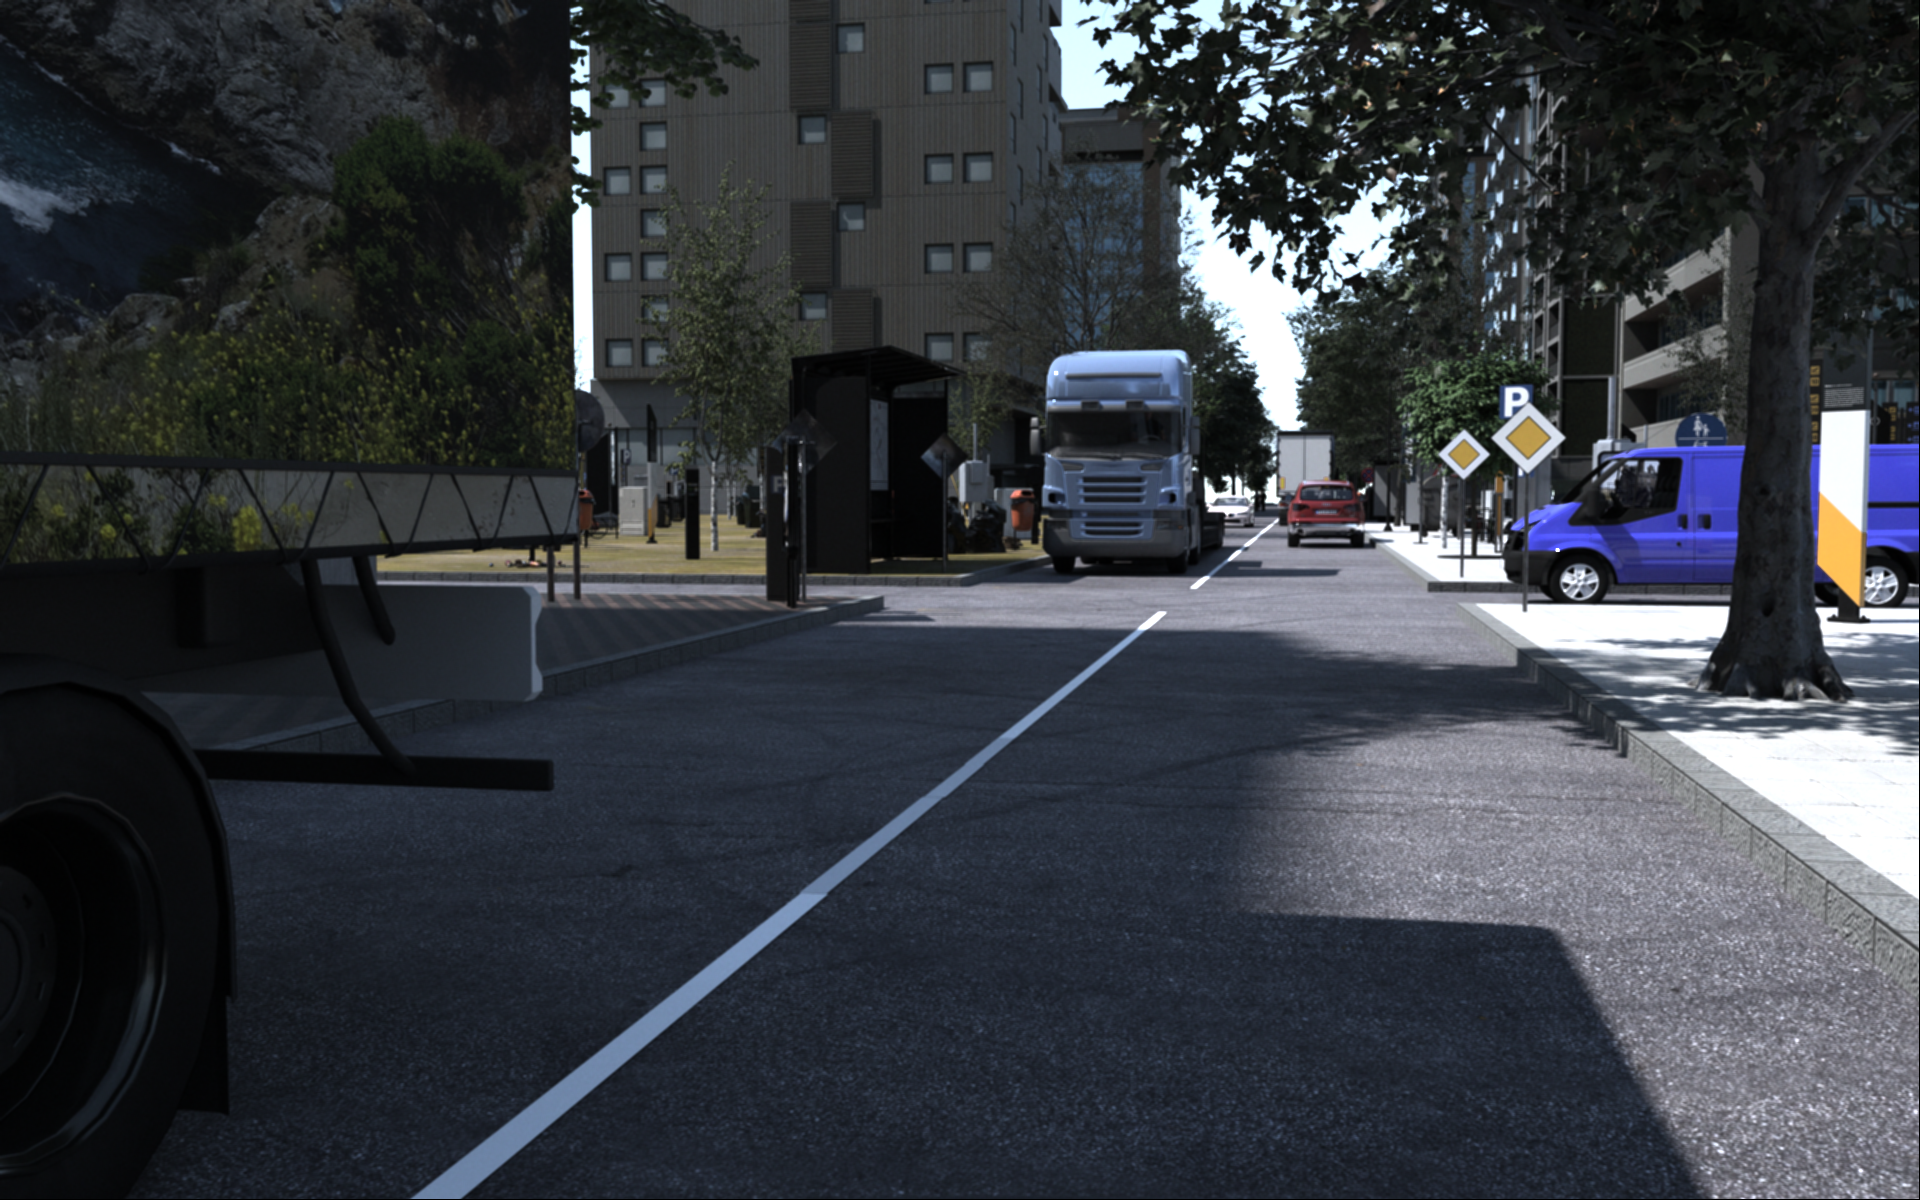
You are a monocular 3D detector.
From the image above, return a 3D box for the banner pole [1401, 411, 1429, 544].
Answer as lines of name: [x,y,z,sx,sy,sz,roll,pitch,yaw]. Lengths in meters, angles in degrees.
banner pole: [11.750,-3.352,44.824,0.401,3.779,0.863,-3,5,-42]

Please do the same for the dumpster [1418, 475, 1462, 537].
dumpster: [14.401,-2.817,51.818,1.264,1.857,1.865,1,4,11]

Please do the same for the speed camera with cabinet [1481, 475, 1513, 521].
speed camera with cabinet: [25.609,-5.385,82.379,2.038,3.252,0.660,-3,5,-41]

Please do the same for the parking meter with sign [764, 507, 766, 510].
parking meter with sign: [-5.777,-3.829,58.863,1.738,3.016,0.543,1,4,14]

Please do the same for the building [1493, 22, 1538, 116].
building: [55.777,-32.065,143.873,23.786,49.044,30.456,1,4,11]

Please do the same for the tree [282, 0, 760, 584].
tree: [-4.985,-5.739,11.958,7.486,12.596,7.792,0,3,0]

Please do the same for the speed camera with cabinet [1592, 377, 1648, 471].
speed camera with cabinet: [11.441,-2.107,28.792,0.660,3.252,2.038,-1,4,-21]

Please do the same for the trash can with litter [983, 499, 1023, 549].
trash can with litter: [1.015,-1.792,40.685,1.055,1.170,0.624,3,4,37]

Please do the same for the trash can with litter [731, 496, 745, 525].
trash can with litter: [-8.838,-3.701,71.895,1.055,1.170,0.624,3,5,43]

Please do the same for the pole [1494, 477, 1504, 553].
pole: [11.739,-2.679,37.643,0.158,3.312,0.155,0,3,0]

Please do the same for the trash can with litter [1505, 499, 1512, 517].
trash can with litter: [30.402,-5.232,96.937,0.624,1.170,1.055,-1,4,-14]

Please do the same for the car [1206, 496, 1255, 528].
car: [11.794,-3.854,75.371,2.083,1.381,4.827,1,4,12]

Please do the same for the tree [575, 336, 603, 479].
tree: [-17.388,-7.660,75.605,4.360,8.622,3.978,0,3,0]

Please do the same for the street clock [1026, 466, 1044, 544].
street clock: [1.916,-2.425,44.221,0.471,2.002,0.358,0,4,4]

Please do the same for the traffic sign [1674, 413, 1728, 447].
traffic sign: [11.609,-1.657,27.201,0.768,2.556,0.104,1,4,19]

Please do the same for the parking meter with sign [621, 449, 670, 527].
parking meter with sign: [-12.298,-4.350,67.384,1.738,3.016,0.543,2,4,24]

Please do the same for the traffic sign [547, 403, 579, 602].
traffic sign: [-4.879,-1.252,20.579,0.768,2.556,0.104,1,4,16]

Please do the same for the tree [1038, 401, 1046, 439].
tree: [6.495,-8.964,96.921,4.737,8.622,4.395,0,3,0]

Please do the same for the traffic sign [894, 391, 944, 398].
traffic sign: [-1.381,-2.491,34.596,2.265,3.308,0.079,1,4,17]

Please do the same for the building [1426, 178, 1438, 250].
building: [74.278,-37.735,236.575,23.786,49.044,30.456,1,4,11]

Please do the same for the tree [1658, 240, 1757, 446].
tree: [20.984,-5.869,46.317,4.360,8.622,3.978,0,3,0]

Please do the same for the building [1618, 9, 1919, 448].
building: [38.312,-27.007,65.264,21.300,48.544,21.600,1,4,11]

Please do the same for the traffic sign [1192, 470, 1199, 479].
traffic sign: [12.258,-5.600,91.659,0.768,2.556,0.104,1,4,14]

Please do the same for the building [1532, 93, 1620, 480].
building: [49.121,-41.575,118.007,20.563,71.187,20.611,1,4,11]

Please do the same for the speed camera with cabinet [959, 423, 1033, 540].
speed camera with cabinet: [1.024,-3.327,48.733,2.038,3.252,0.660,-1,4,-19]

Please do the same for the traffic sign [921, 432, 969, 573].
traffic sign: [-0.256,-1.504,28.229,0.795,2.450,0.064,1,4,11]

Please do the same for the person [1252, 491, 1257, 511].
person: [25.291,-8.508,148.390,0.721,1.735,1.217,-1,4,-13]

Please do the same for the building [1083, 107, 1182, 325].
building: [16.485,-39.865,241.035,28.713,52.752,27.495,1,4,11]

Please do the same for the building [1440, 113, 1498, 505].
building: [63.187,-33.712,201.297,14.600,45.320,14.200,1,4,11]

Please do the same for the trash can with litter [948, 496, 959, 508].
trash can with litter: [-0.343,-4.327,82.138,0.624,1.170,1.055,0,4,6]

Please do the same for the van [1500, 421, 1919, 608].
van: [9.628,-1.077,21.988,5.245,2.365,2.240,1,4,13]

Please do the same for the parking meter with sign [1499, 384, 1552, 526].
parking meter with sign: [9.390,-1.963,28.351,0.543,3.016,1.738,3,4,38]

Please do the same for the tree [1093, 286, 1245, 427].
tree: [9.773,-9.682,84.056,9.928,11.665,9.643,0,3,0]

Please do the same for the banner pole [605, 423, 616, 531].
banner pole: [-12.196,-4.323,60.700,0.401,3.779,0.863,-2,4,-26]

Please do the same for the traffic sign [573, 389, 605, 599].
traffic sign: [-4.672,-1.282,21.061,0.768,2.556,0.104,1,4,18]

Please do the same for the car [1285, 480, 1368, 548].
car: [10.145,-2.407,48.033,2.281,1.827,5.304,1,4,12]

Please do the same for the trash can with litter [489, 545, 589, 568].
trash can with litter: [-7.556,-1.216,30.933,1.678,1.210,2.233,-1,4,-17]

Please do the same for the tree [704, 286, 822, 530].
tree: [-6.859,-6.822,61.910,4.360,8.622,3.978,0,3,0]

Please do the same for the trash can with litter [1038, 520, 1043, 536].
trash can with litter: [1.637,-2.594,53.477,2.233,1.210,1.678,2,4,25]

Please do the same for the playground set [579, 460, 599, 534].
playground set: [-14.142,-4.241,56.115,5.302,4.214,5.637,1,4,10]

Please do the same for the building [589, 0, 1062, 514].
building: [-7.775,-32.436,119.575,28.713,52.752,27.495,1,4,11]

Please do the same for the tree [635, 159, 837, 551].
tree: [-5.460,-5.431,39.156,4.737,8.622,4.395,0,3,0]

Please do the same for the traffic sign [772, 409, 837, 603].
traffic sign: [-1.839,-1.025,20.402,0.795,2.450,0.064,1,4,11]

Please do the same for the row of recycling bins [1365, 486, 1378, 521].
row of recycling bins: [20.381,-4.762,84.966,1.069,1.692,3.534,1,4,16]

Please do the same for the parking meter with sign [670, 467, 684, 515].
parking meter with sign: [-17.382,-6.772,106.977,0.543,3.016,1.738,-2,4,-29]

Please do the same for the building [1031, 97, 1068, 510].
building: [-4.783,-27.750,145.600,32.217,40.220,23.993,1,4,11]

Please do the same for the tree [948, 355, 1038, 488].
tree: [0.762,-8.578,90.617,4.737,8.622,4.395,0,3,0]

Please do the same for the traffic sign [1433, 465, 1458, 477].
traffic sign: [15.090,-3.285,53.714,0.884,2.594,0.081,1,4,15]

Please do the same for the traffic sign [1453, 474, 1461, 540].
traffic sign: [13.984,-2.959,48.489,0.768,2.556,0.104,1,4,14]

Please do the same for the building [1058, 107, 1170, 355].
building: [17.275,-33.931,204.874,14.600,45.320,14.200,1,4,11]

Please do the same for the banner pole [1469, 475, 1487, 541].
banner pole: [14.102,-3.487,47.026,0.863,3.779,0.401,-3,4,-38]

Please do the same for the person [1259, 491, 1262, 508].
person: [30.728,-10.220,176.125,0.750,1.759,0.617,1,4,11]

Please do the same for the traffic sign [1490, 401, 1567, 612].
traffic sign: [6.140,-0.925,18.773,0.795,2.450,0.064,1,4,11]

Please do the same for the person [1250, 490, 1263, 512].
person: [23.830,-7.953,139.258,1.217,1.736,0.721,3,5,41]

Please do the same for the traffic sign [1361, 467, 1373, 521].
traffic sign: [19.559,-5.064,82.902,0.768,2.556,0.104,1,4,14]

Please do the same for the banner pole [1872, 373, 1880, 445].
banner pole: [18.671,-2.803,35.845,0.863,3.779,0.401,0,4,3]

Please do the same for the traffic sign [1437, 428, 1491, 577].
traffic sign: [7.723,-1.404,26.600,0.795,2.450,0.064,1,4,11]

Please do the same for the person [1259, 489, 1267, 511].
person: [25.127,-8.290,143.674,0.705,1.869,1.348,3,5,43]
